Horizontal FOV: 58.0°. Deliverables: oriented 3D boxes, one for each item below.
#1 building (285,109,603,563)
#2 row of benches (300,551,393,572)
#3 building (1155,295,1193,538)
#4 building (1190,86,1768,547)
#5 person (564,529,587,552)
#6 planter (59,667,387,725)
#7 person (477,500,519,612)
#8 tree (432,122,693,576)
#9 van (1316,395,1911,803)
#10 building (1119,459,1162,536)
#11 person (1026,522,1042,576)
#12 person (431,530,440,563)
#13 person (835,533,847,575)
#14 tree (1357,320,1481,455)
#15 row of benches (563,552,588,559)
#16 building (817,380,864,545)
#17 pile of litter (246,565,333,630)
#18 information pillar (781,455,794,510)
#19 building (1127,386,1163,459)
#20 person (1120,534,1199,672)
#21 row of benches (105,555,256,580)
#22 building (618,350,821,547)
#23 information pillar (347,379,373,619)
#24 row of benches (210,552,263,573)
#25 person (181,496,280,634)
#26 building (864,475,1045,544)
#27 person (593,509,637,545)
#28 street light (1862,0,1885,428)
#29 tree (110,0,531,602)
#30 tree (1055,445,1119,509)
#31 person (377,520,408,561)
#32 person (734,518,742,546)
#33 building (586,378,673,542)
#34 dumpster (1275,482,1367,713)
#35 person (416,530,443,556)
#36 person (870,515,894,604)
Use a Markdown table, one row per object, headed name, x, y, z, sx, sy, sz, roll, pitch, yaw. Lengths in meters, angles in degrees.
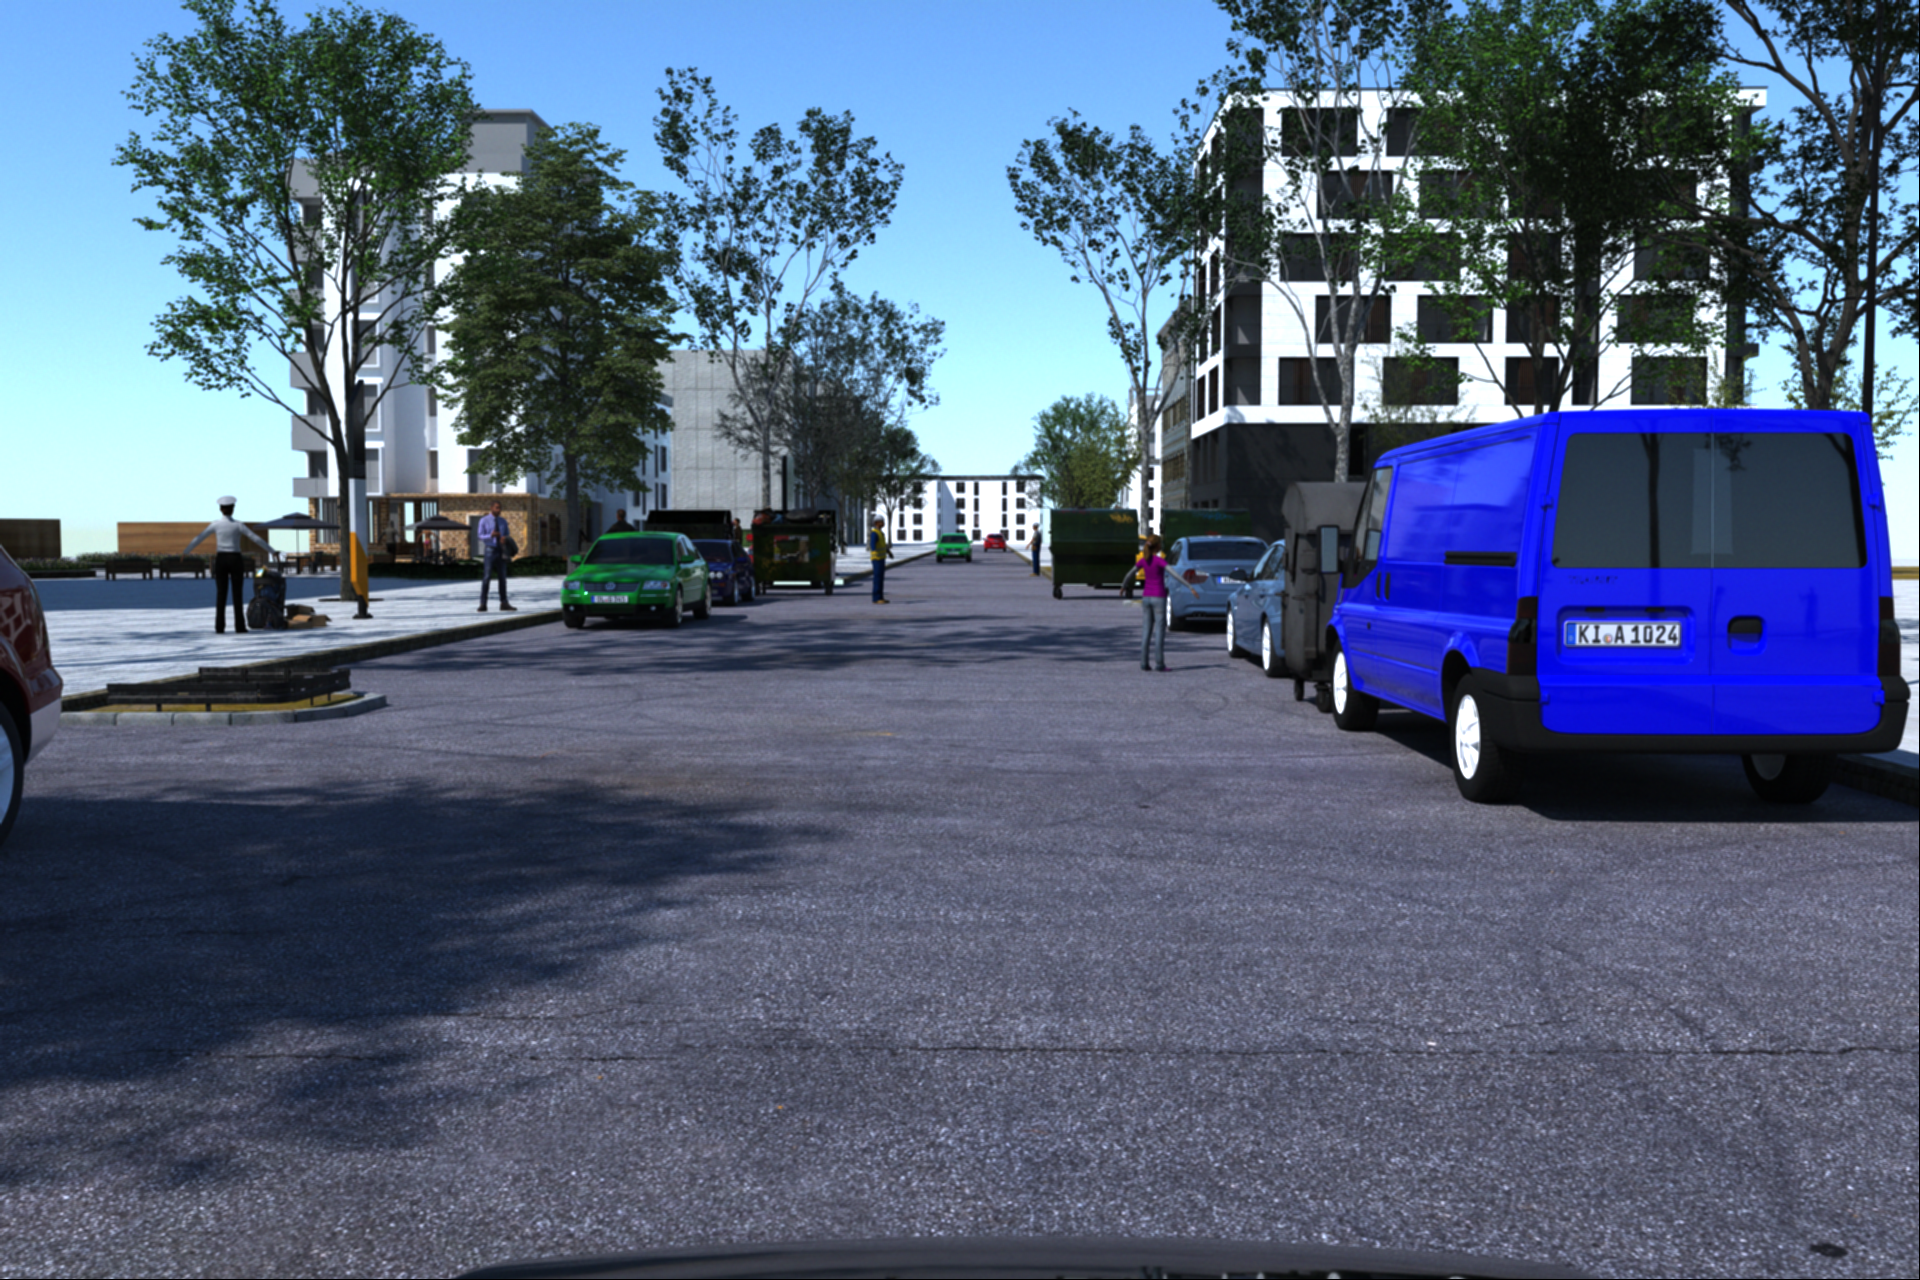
| name | x | y | z | sx | sy | sz | roll | pitch | yaw |
| --- | --- | --- | --- | --- | --- | --- | --- | --- | --- |
| building | -24.060 | -13.590 | 78.622 | 16.016 | 20.090 | 11.380 | 0 | 4 | 1 |
| row of benches | -21.422 | -2.773 | 60.809 | 1.422 | 0.672 | 4.104 | 1 | 4 | 23 |
| building | 24.393 | -17.847 | 122.733 | 19.493 | 23.208 | 18.063 | 0 | 4 | 1 |
| building | 26.518 | -15.408 | 95.898 | 27.936 | 21.610 | 32.646 | 0 | 4 | 1 |
| person | -17.841 | -4.552 | 80.652 | 0.704 | 1.802 | 1.346 | 3 | 4 | 36 |
| planter | -5.778 | 0.440 | 13.953 | 1.991 | 0.319 | 1.994 | 0 | 4 | 1 |
| person | -7.644 | -1.393 | 28.684 | 0.709 | 1.838 | 0.599 | -3 | 5 | -43 |
| tree | -11.067 | -7.952 | 48.135 | 7.486 | 12.596 | 7.792 | 0 | 3 | 0 |
| van | 3.666 | -0.398 | 10.886 | 2.240 | 2.365 | 5.245 | 0 | 4 | 0 |
| building | 23.346 | -15.338 | 192.916 | 9.099 | 9.664 | 28.070 | 0 | 4 | 1 |
| person | 2.572 | -3.115 | 59.239 | 0.705 | 1.847 | 1.347 | 1 | 4 | 21 |
| person | -22.357 | -4.130 | 73.709 | 0.705 | 1.806 | 1.347 | -2 | 4 | -24 |
| person | -3.976 | -2.933 | 53.739 | 0.705 | 1.856 | 1.354 | -3 | 5 | -40 |
| tree | 15.275 | -6.697 | 59.858 | 4.360 | 8.622 | 3.978 | 0 | 3 | 0 |
| row of benches | -13.080 | -2.832 | 61.761 | 1.422 | 0.672 | 4.104 | 1 | 4 | 12 |
| building | -21.665 | -21.340 | 215.366 | 16.747 | 18.905 | 31.486 | 0 | 4 | 2 |
| pile of litter | -9.286 | -0.612 | 23.978 | 1.176 | 0.858 | 1.719 | 0 | 4 | 1 |
| information pillar | -5.177 | -3.721 | 52.152 | 0.184 | 3.620 | 1.656 | 0 | 4 | 1 |
| building | 26.374 | -22.270 | 220.536 | 16.016 | 20.090 | 11.380 | 0 | 4 | 1 |
| person | 2.064 | -0.390 | 18.103 | 0.991 | 1.433 | 0.599 | 3 | 5 | 41 |
| row of benches | -22.204 | -2.091 | 49.645 | 4.104 | 0.672 | 1.422 | -3 | 5 | -42 |
| building | -24.308 | -19.290 | 181.844 | 16.747 | 18.905 | 31.486 | 0 | 4 | 0 |
| information pillar | -9.069 | -2.125 | 26.102 | 0.183 | 3.616 | 0.504 | 0 | 4 | 2 |
| row of benches | -24.381 | -2.632 | 58.492 | 1.422 | 0.672 | 4.104 | 0 | 4 | -7 |
| person | -9.464 | -0.979 | 22.461 | 1.216 | 1.778 | 0.721 | -1 | 4 | -11 |
| building | -2.458 | -18.375 | 245.033 | 28.070 | 9.664 | 9.099 | 1 | 4 | 10 |
| person | -7.153 | -1.856 | 36.523 | 1.348 | 1.807 | 0.705 | -3 | 5 | -41 |
| street light | 7.803 | -2.524 | 13.805 | 1.470 | 5.913 | 1.316 | 0 | 4 | 0 |
| tree | -11.762 | -6.552 | 32.875 | 9.928 | 11.665 | 9.643 | 0 | 3 | 0 |
| tree | 17.737 | -20.600 | 243.460 | 9.857 | 13.997 | 8.962 | 0 | 3 | 0 |
| person | -21.638 | -3.658 | 65.936 | 1.348 | 1.813 | 0.705 | 1 | 4 | 17 |
| person | -7.500 | -3.177 | 58.085 | 0.704 | 1.812 | 1.346 | -1 | 4 | -17 |
| building | -22.153 | -10.046 | 106.398 | 9.099 | 9.664 | 28.070 | 0 | 4 | 0 |
| dumpster | 3.619 | -0.374 | 14.330 | 1.865 | 1.857 | 1.264 | 0 | 4 | 0 |
| person | -21.991 | -3.971 | 71.732 | 1.217 | 1.733 | 0.721 | 1 | 4 | 16 |
| person | -1.646 | -1.673 | 35.773 | 0.705 | 1.833 | 1.349 | 1 | 4 | 13 |
